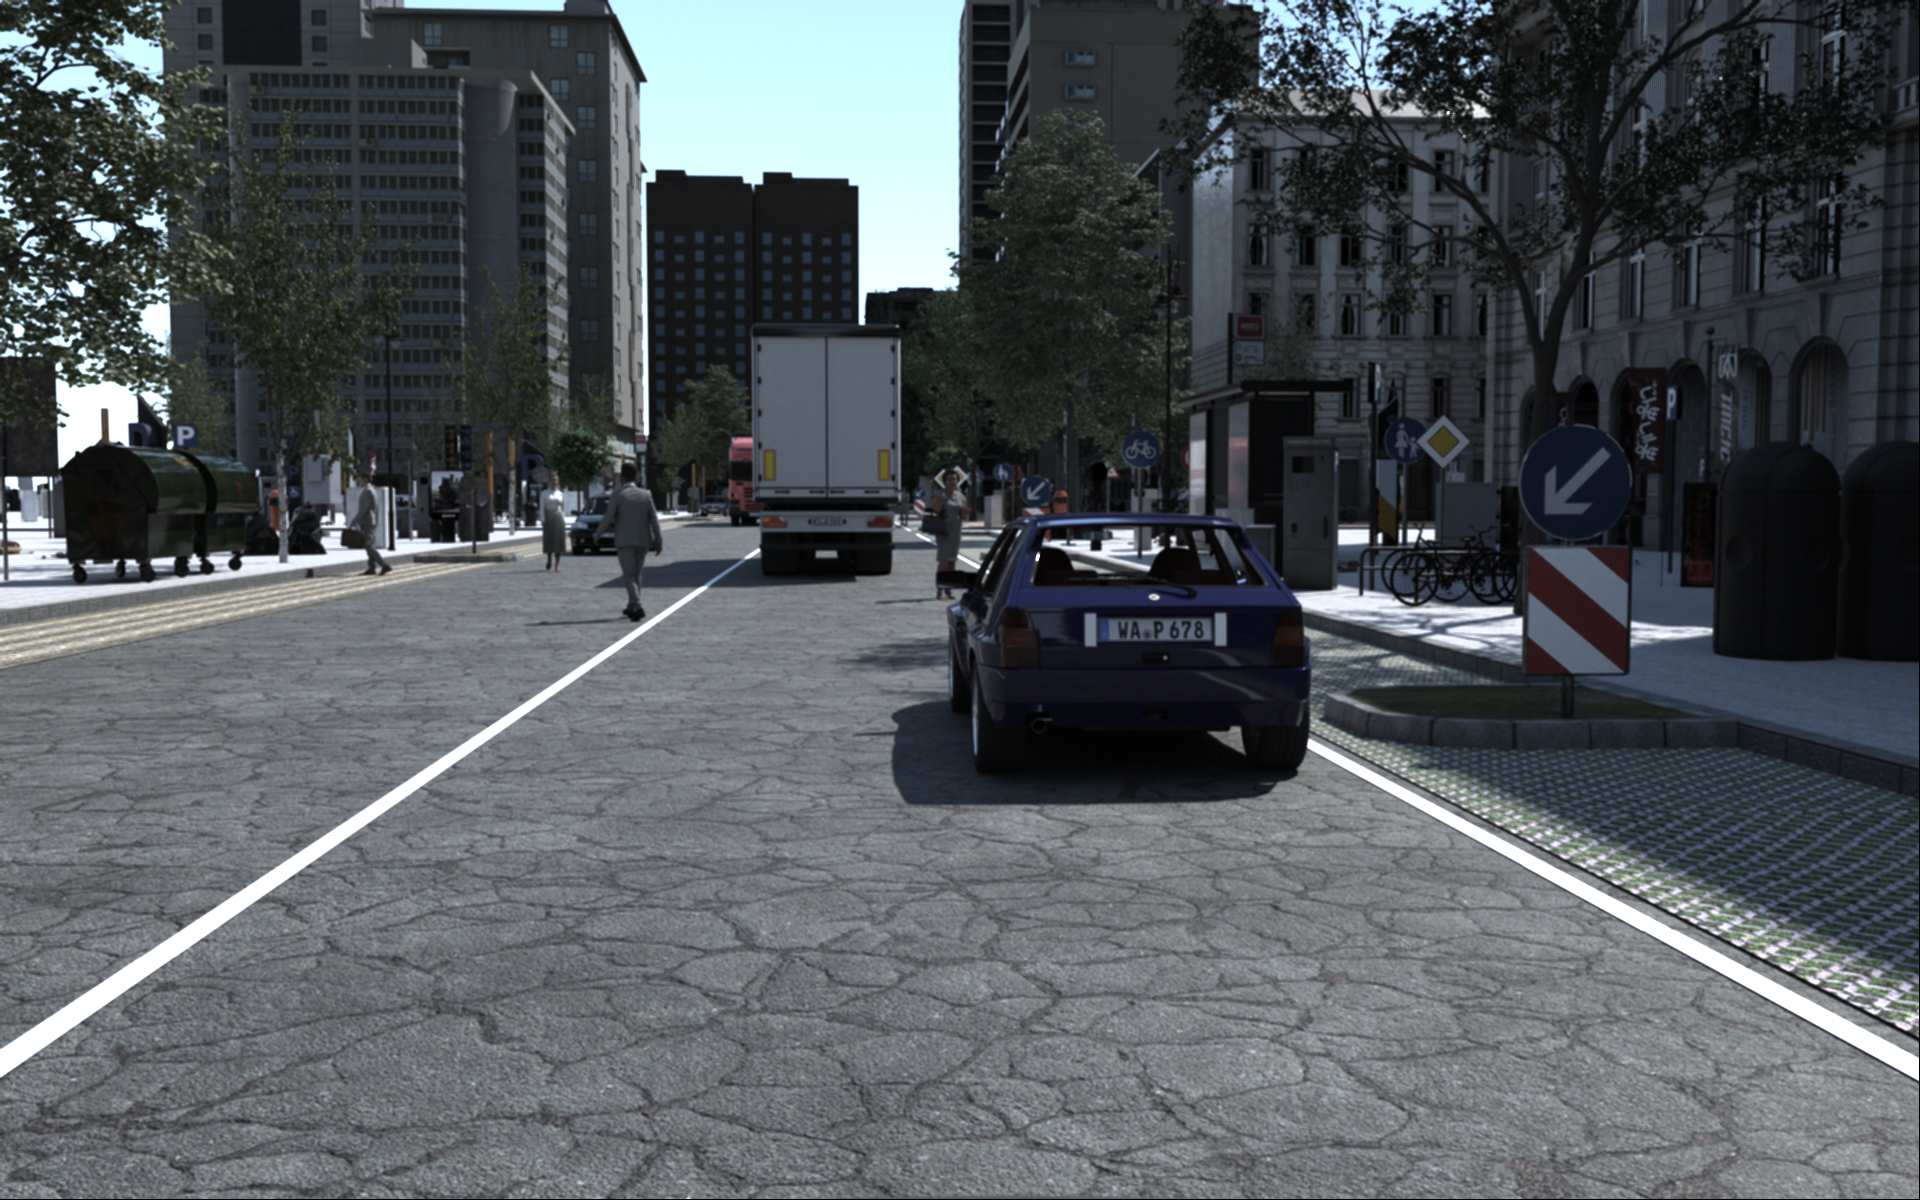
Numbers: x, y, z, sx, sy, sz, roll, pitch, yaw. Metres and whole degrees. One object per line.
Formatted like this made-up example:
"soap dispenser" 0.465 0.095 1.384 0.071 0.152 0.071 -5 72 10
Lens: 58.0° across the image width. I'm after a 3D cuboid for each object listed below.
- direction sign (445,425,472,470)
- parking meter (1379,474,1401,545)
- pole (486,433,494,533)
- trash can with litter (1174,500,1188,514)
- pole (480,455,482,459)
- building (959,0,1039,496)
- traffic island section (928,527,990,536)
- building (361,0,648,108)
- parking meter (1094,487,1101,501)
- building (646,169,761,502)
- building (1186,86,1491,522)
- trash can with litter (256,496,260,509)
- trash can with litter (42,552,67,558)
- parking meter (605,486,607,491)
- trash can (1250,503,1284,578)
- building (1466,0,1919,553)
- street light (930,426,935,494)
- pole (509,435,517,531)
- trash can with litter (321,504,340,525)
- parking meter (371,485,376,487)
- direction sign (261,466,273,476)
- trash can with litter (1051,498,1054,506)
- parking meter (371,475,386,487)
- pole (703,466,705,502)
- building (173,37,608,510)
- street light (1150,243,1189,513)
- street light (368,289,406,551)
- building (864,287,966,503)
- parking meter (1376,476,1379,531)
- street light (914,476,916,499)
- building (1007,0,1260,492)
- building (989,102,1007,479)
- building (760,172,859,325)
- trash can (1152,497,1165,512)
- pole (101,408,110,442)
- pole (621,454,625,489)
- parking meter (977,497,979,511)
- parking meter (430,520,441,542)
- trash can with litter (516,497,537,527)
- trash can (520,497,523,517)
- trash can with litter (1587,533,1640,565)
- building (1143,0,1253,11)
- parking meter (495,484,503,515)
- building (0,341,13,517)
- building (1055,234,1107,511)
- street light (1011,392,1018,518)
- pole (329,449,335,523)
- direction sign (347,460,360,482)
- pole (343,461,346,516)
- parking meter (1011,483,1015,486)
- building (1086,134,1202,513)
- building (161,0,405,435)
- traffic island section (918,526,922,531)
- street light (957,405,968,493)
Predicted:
"direction sign" -16.512 -3.979 57.058 0.876 3.537 0.379 0 4 3
"parking meter" 10.791 -2.299 43.306 0.399 1.863 0.255 0 4 -5
"pole" -15.618 -3.895 57.522 0.158 3.312 0.155 0 3 0
"trash can with litter" 5.344 -1.921 42.797 1.055 1.170 0.624 0 4 -4
"pole" -25.124 -5.929 90.783 0.158 3.312 0.155 0 3 0
"building" 10.643 -49.555 248.474 20.611 71.187 20.563 0 4 -4
"traffic island section" -0.075 -2.334 60.443 2.009 0.180 2.903 0 4 -4
"building" -49.513 -36.757 190.217 27.495 52.752 28.713 0 4 -4
"parking meter" 9.037 -6.602 113.658 0.399 1.863 0.255 2 4 29
"building" -35.752 -36.206 242.085 14.200 45.320 14.600 0 4 -4
"building" 21.006 -14.421 84.930 18.267 20.994 9.793 0 4 -4
"trash can with litter" -33.145 -4.363 82.720 1.055 1.170 0.624 1 4 20
"trash can with litter" -17.804 -1.476 35.188 1.678 1.210 2.233 -3 5 -44
"parking meter" -22.100 -6.228 107.543 0.399 1.863 0.255 3 5 40
"trash can" 4.848 -0.925 26.779 0.748 1.137 0.748 0 3 0
"building" 21.444 -11.957 37.303 13.314 21.916 24.055 0 4 -4
"street light" -1.790 -8.712 115.227 0.468 5.910 1.993 0 4 -4
"pole" -15.319 -4.003 59.292 0.158 3.312 0.155 0 3 0
"trash can with litter" -27.559 -3.827 73.630 2.233 1.210 1.678 -1 4 -19
"parking meter" -15.642 -2.288 45.823 0.372 1.533 0.369 0 3 0
"direction sign" -55.699 -9.003 139.196 0.876 3.537 0.379 -1 4 -18
"trash can with litter" 4.250 -4.344 82.414 1.055 1.170 0.624 3 5 45
"parking meter" -17.431 -2.832 52.018 0.399 1.863 0.255 -3 4 -38
"pole" -18.878 -8.182 127.617 0.158 3.312 0.155 0 3 0
"building" -47.847 -28.142 152.008 32.217 40.220 23.993 0 4 -4
"street light" 3.861 -3.628 32.111 0.468 5.910 1.993 0 4 -4
"street light" -12.892 -4.057 39.116 0.468 5.910 1.993 0 4 -4
"building" -6.466 -28.952 245.067 14.107 30.474 14.160 0 4 -4
"parking meter" 13.850 -3.159 57.368 0.399 1.863 0.255 -2 4 -29
"street light" -3.707 -10.364 142.233 0.468 5.910 1.993 0 4 -4
"building" 16.188 -33.300 168.157 21.300 48.544 21.600 0 4 -4
"building" 15.802 -35.140 194.155 23.786 49.044 30.456 0 4 -4
"building" -21.356 -36.311 243.798 14.200 45.320 14.600 0 4 -4
"trash can" 9.590 -4.318 82.251 0.748 1.137 0.748 0 3 0
"pole" -20.277 -2.894 41.157 0.158 3.312 0.155 0 3 0
"pole" -17.071 -5.747 87.813 0.158 3.312 0.155 0 3 0
"parking meter" 1.290 -7.571 129.496 0.399 1.863 0.255 -1 4 -18
"parking meter" -13.996 -2.487 46.368 0.399 1.863 0.255 3 4 38
"trash can with litter" -17.032 -3.440 67.631 1.055 1.170 0.624 -1 4 -9
"trash can" -22.148 -4.711 88.680 0.748 1.137 0.748 0 3 0
"trash can with litter" 11.919 -1.302 32.343 1.678 1.210 2.233 0 4 -3
"building" 31.487 -49.648 249.989 20.611 71.187 20.563 0 4 -4
"parking meter" -26.891 -5.826 100.965 0.399 1.863 0.255 -3 5 -41
"building" -35.261 -12.494 40.428 21.152 22.565 11.583 0 4 -4
"building" 13.349 -18.694 134.524 11.050 23.489 19.941 0 4 -4
"street light" 1.950 -5.327 59.879 0.468 5.910 1.993 0 4 -4
"pole" -28.308 -5.150 78.042 0.158 3.312 0.155 0 3 0
"direction sign" -40.384 -7.547 115.384 0.876 3.537 0.379 1 4 9
"pole" -36.123 -6.597 101.710 0.158 3.312 0.155 0 3 0
"parking meter" 2.856 -5.280 92.045 0.255 1.863 0.399 0 4 0
"building" 17.042 -17.777 109.728 14.314 24.678 30.058 0 4 -4
"building" -73.816 -46.132 192.516 20.611 71.187 20.563 0 4 -4
"traffic island section" -0.618 -2.821 68.409 2.009 0.180 2.903 0 4 -4
"street light" 0.117 -7.026 87.656 0.468 5.910 1.993 0 4 -4
